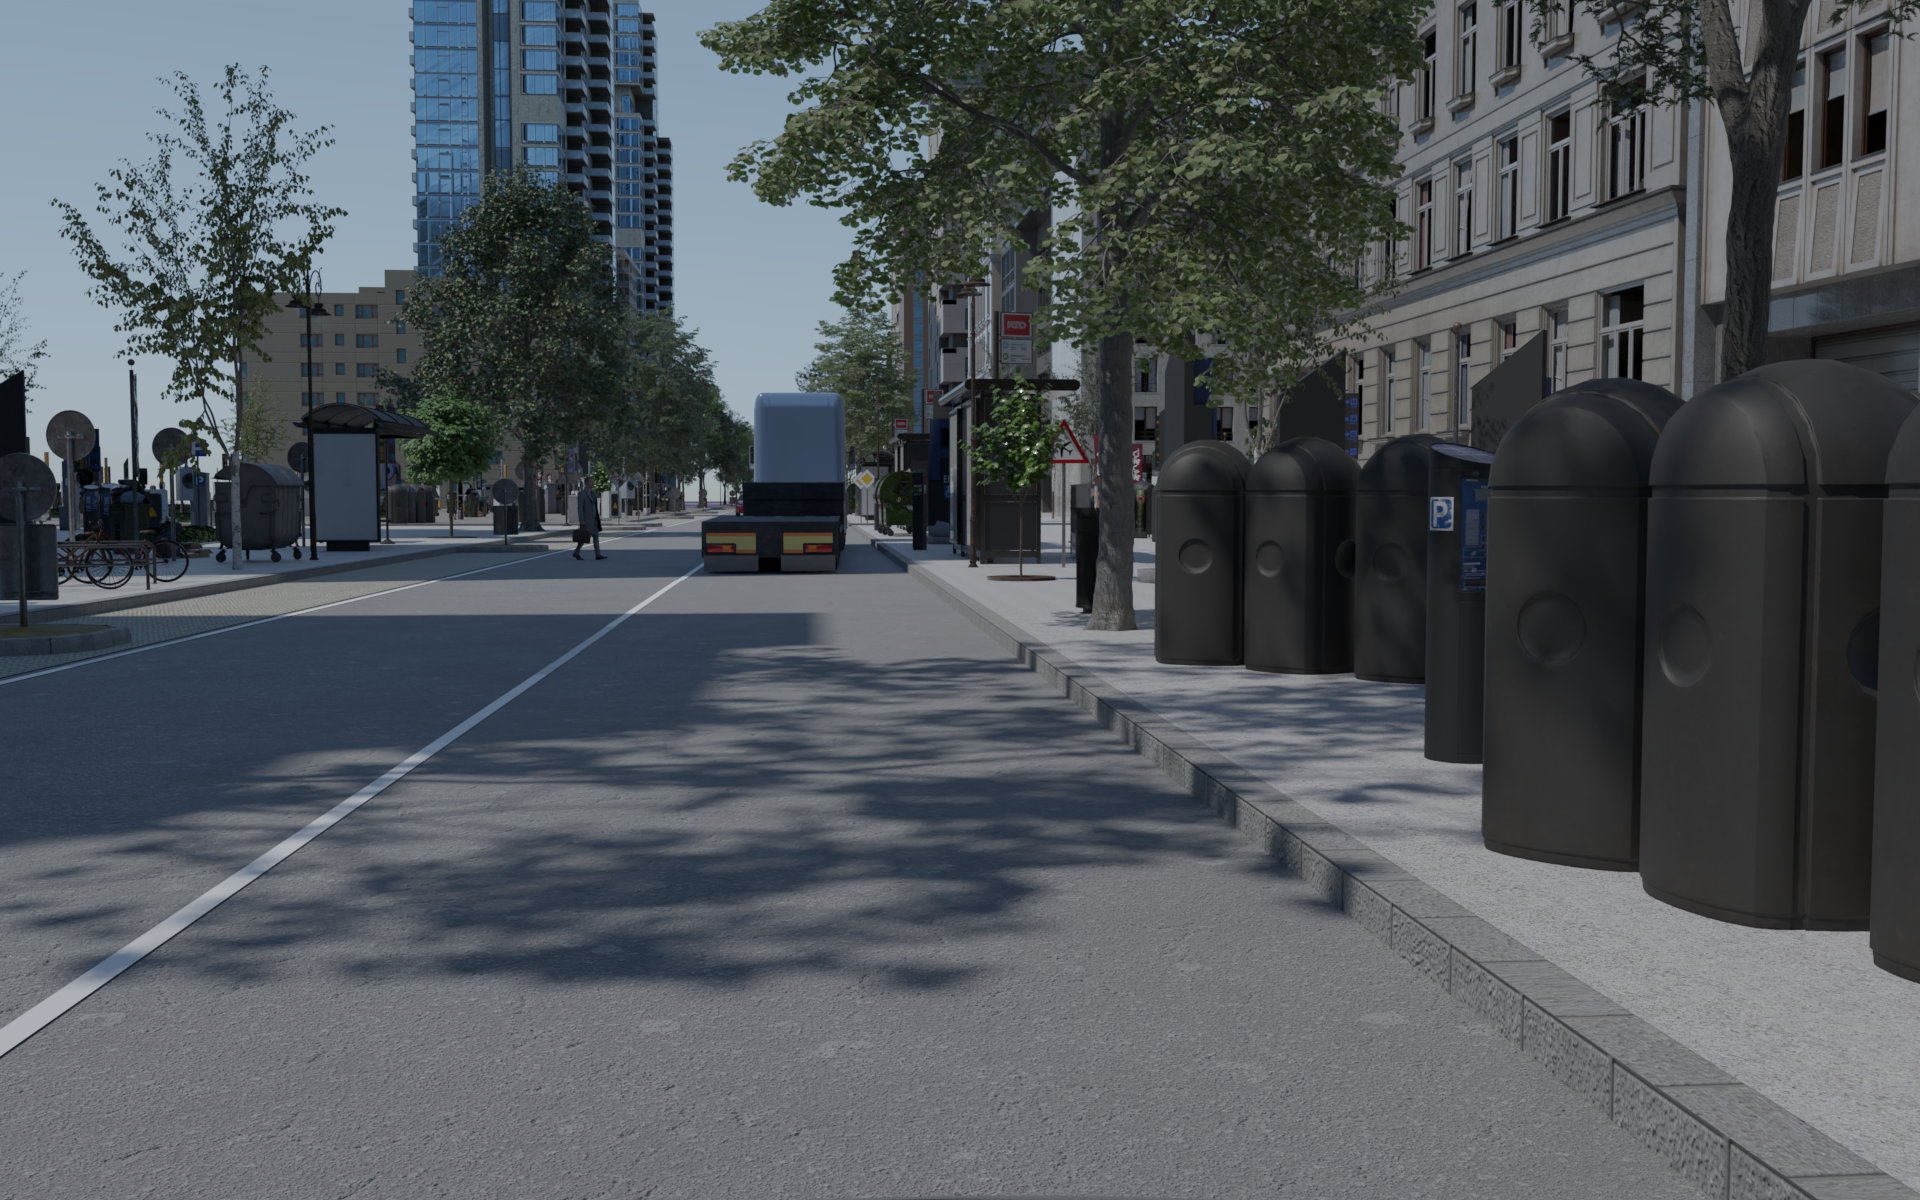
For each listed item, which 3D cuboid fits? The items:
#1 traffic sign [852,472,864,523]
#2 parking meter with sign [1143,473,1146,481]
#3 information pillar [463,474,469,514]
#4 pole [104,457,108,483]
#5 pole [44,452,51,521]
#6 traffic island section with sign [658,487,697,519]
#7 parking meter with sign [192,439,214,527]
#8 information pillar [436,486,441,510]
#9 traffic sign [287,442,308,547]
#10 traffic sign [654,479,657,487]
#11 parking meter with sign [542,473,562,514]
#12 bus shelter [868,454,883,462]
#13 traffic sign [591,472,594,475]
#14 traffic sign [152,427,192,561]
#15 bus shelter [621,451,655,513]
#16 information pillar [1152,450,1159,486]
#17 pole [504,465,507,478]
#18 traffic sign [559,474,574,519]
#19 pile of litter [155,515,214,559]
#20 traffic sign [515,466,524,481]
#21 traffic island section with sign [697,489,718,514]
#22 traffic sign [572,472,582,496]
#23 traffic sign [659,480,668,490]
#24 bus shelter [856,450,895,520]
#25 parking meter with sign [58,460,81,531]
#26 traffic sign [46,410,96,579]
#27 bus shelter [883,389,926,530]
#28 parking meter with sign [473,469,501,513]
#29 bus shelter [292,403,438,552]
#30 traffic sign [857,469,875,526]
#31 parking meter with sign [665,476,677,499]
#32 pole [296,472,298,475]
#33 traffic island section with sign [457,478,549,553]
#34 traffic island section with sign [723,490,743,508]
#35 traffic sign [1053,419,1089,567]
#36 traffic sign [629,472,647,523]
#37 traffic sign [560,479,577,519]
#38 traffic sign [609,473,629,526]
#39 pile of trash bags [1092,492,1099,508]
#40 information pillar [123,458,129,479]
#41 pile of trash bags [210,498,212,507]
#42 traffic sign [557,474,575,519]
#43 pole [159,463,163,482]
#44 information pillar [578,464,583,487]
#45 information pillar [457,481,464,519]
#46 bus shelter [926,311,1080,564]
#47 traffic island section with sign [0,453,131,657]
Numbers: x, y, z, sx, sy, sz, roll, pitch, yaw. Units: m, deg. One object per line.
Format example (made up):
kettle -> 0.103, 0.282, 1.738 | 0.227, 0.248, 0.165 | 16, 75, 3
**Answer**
traffic sign -> -4.432, -4.517, 77.492 | 0.795, 2.450, 0.064 | 0, 4, -5
parking meter with sign -> 6.336, -4.055, 62.558 | 1.738, 3.016, 0.543 | 3, 5, 43
information pillar -> -27.767, -6.468, 97.100 | 0.504, 3.616, 0.183 | -2, 4, -33
pole -> -47.552, -6.280, 96.522 | 0.158, 3.312, 0.155 | 0, 3, 0
pole -> -44.084, -5.494, 83.663 | 0.158, 3.312, 0.155 | 0, 3, 0
traffic island section with sign -> -16.279, -5.546, 99.307 | 1.989, 1.847, 2.006 | 0, 4, -5
parking meter with sign -> -24.512, -3.655, 56.027 | 0.543, 3.016, 1.738 | -1, 4, -16
information pillar -> -42.085, -9.075, 139.725 | 0.183, 3.616, 0.504 | -3, 5, -44
traffic sign -> -16.036, -2.578, 42.253 | 0.768, 2.556, 0.104 | 0, 4, 3
traffic sign -> -24.829, -8.527, 139.522 | 0.768, 2.556, 0.104 | 0, 4, -1
parking meter with sign -> -26.385, -7.047, 111.480 | 0.543, 3.016, 1.738 | 2, 4, 34
bus shelter -> -3.611, -6.834, 89.360 | 2.179, 5.291, 8.768 | 0, 4, -5
traffic sign -> -21.007, -6.052, 98.950 | 0.884, 2.594, 0.081 | 0, 4, 4
traffic sign -> -15.036, -2.015, 33.055 | 0.768, 2.556, 0.104 | 0, 4, 0
bus shelter -> -23.014, -8.873, 122.699 | 2.179, 5.291, 8.768 | 0, 4, -5
information pillar -> 9.158, -5.459, 80.606 | 0.504, 3.616, 0.183 | 3, 5, 41
pole -> -31.361, -7.689, 119.552 | 0.158, 3.312, 0.155 | 0, 3, 0
traffic sign -> -19.851, -5.340, 87.407 | 0.768, 2.556, 0.104 | 0, 4, 1
pile of litter -> -15.751, -1.296, 35.161 | 1.176, 0.858, 1.719 | 0, 3, 0
traffic sign -> -17.017, -4.136, 67.728 | 0.768, 2.556, 0.104 | 0, 4, 2
traffic island section with sign -> -18.658, -7.188, 126.158 | 1.989, 1.847, 2.006 | 0, 4, -5
traffic sign -> -20.420, -5.541, 91.787 | 0.795, 2.450, 0.064 | 0, 4, -3
traffic sign -> -25.517, -9.114, 149.116 | 0.768, 2.556, 0.104 | 0, 4, -1
bus shelter -> -3.891, -5.389, 82.027 | 2.014, 3.302, 5.546 | 0, 4, -5
parking meter with sign -> -31.543, -3.983, 61.384 | 0.543, 3.016, 1.738 | -1, 4, -15
traffic sign -> -13.460, -1.597, 26.222 | 0.768, 2.556, 0.104 | 0, 4, 3
bus shelter -> -1.462, -5.273, 63.849 | 2.179, 5.291, 8.768 | 0, 4, -5
parking meter with sign -> -32.703, -7.591, 120.380 | 1.738, 3.016, 0.543 | -1, 4, -8
bus shelter -> -13.989, -2.888, 41.138 | 2.014, 3.302, 5.546 | 0, 4, -5
traffic sign -> -3.727, -4.030, 69.538 | 0.795, 2.450, 0.064 | 0, 4, -5
parking meter with sign -> -25.284, -9.434, 150.501 | 1.738, 3.016, 0.543 | -2, 4, -33
pole -> -50.341, -8.427, 131.630 | 0.158, 3.312, 0.155 | 0, 3, 0
traffic island section with sign -> -11.269, -2.095, 42.876 | 1.989, 1.847, 2.006 | 0, 4, -5
traffic island section with sign -> -23.100, -10.260, 176.378 | 1.989, 1.847, 2.006 | 0, 4, -5
traffic sign -> 1.811, -1.847, 30.205 | 0.884, 2.594, 0.081 | 0, 4, 2
traffic sign -> -14.240, -4.465, 76.647 | 0.795, 2.450, 0.064 | 0, 4, -5
traffic sign -> -20.464, -5.536, 90.525 | 0.884, 2.594, 0.081 | 0, 4, 3
traffic sign -> -13.535, -3.979, 68.693 | 0.795, 2.450, 0.064 | 0, 4, -5
pile of trash bags -> 8.192, -4.776, 87.836 | 3.447, 1.369, 1.912 | 2, 4, 35
information pillar -> -53.763, -7.363, 111.735 | 0.183, 3.616, 0.504 | 0, 4, 4
pile of trash bags -> -37.941, -4.882, 89.565 | 1.912, 1.369, 3.447 | 1, 4, 22
traffic sign -> -18.133, -4.873, 79.684 | 0.884, 2.594, 0.081 | 0, 4, 3
pole -> -47.250, -6.647, 102.519 | 0.158, 3.312, 0.155 | 0, 3, 0
information pillar -> -29.194, -8.685, 133.346 | 0.504, 3.616, 0.183 | 2, 4, 30
information pillar -> -25.467, -5.125, 88.290 | 0.304, 2.012, 0.304 | -1, 4, -19
bus shelter -> 0.767, -3.554, 35.737 | 2.179, 5.291, 8.768 | 0, 4, -5
traffic island section with sign -> -8.900, -0.452, 16.025 | 1.989, 1.847, 2.006 | 0, 4, -5
